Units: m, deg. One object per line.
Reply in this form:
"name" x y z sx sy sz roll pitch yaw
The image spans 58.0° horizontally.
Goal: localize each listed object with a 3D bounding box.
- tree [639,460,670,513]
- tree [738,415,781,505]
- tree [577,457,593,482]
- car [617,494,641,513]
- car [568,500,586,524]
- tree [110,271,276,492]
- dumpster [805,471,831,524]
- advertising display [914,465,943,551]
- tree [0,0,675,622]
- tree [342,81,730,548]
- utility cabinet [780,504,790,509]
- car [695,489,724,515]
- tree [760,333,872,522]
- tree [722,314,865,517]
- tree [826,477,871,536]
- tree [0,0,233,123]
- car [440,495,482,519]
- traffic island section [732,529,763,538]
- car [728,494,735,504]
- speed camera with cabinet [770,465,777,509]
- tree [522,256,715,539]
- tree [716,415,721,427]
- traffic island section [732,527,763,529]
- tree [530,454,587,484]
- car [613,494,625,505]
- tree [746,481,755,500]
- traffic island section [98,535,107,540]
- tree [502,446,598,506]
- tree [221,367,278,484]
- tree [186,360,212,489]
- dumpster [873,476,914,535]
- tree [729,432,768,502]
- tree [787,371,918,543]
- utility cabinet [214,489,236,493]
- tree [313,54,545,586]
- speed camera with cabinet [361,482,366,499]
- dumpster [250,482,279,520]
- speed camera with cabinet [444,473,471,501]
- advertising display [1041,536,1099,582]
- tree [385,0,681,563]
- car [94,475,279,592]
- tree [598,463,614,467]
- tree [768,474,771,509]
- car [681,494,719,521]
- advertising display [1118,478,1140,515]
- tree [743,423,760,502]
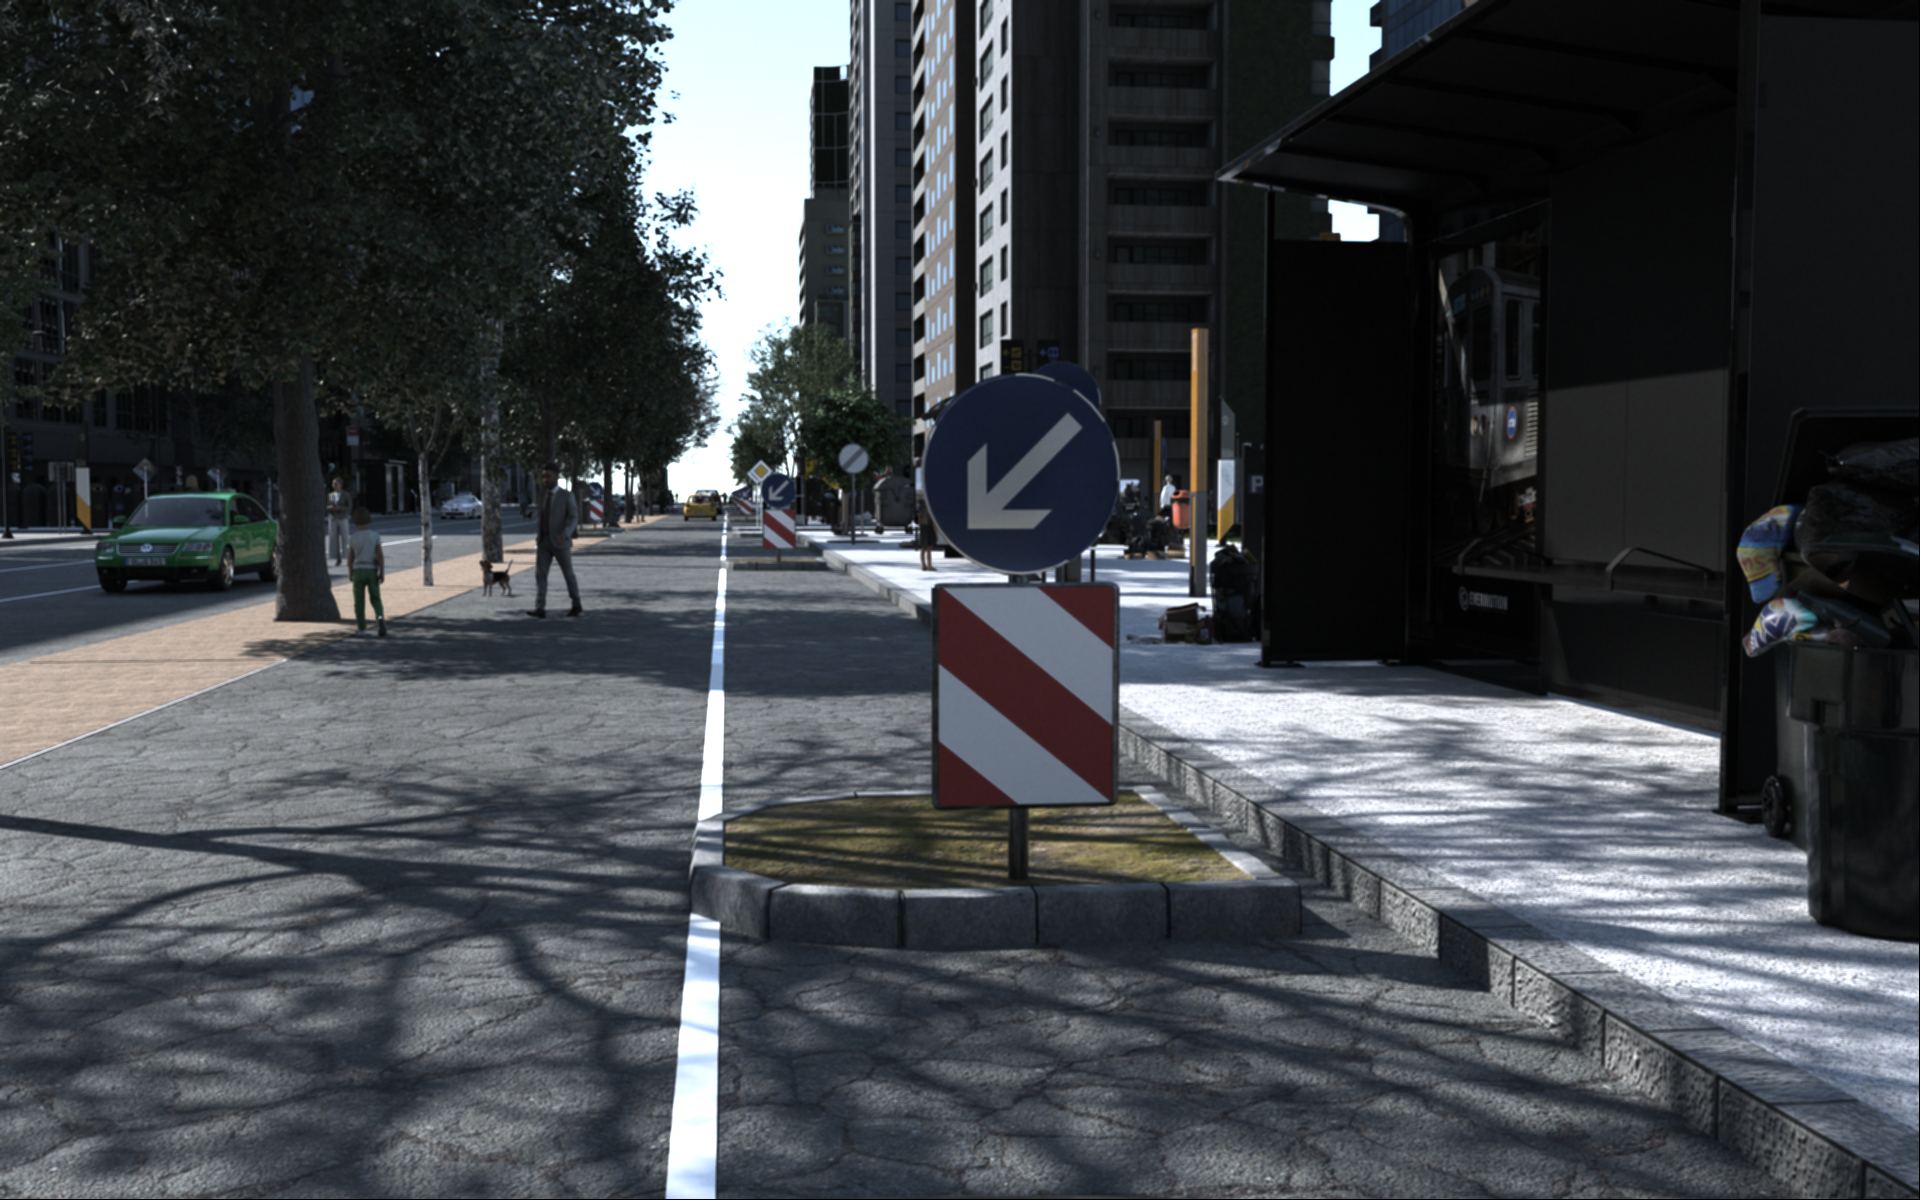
"tree" -18.851 -9.167 102.692 4.360 8.622 3.978 0 3 0
"tree" -17.579 -12.527 155.174 4.360 8.622 3.978 0 3 0
"tree" -55.237 -18.417 251.479 4.737 8.622 4.395 0 3 0
"car" -24.765 -7.228 130.182 2.014 1.417 4.499 0 4 -7
"car" -19.078 -4.431 84.241 2.131 1.459 4.920 0 4 -6
"tree" -30.329 -8.280 69.792 7.601 10.594 8.767 3 5 40
"dumpster" -6.271 -4.389 74.256 1.502 2.255 1.985 0 4 -8
"advertising display" -0.555 -2.063 38.943 0.974 1.923 0.123 0 4 -2
"tree" -7.377 -6.727 19.102 9.857 13.997 8.962 0 3 0
"tree" -10.970 -7.730 45.855 9.611 12.733 9.660 0 3 0
"utility cabinet" -8.633 -4.534 85.293 0.306 1.237 1.020 1 4 10
"car" -17.748 -6.909 121.636 2.281 1.827 5.304 0 4 -7
"tree" -6.290 -7.930 80.019 4.737 8.622 4.395 0 3 0
"tree" -8.911 -10.618 99.363 9.928 11.665 9.643 0 3 0
"tree" -3.244 -3.556 52.735 1.663 3.219 1.824 0 3 0
"tree" -5.963 -5.824 8.050 12.009 13.543 11.850 0 3 0
"car" -28.930 -5.396 100.590 2.083 1.381 4.827 0 4 -6
"traffic island section" -6.614 -2.191 58.106 2.009 0.180 2.903 0 4 -8
"car" -31.555 -14.277 242.231 1.959 1.807 4.718 0 4 -8
"speed camera with cabinet" -12.554 -7.499 116.940 0.660 3.252 2.038 0 4 -1
"tree" -12.308 -7.195 54.509 8.767 10.594 7.601 0 4 -8
"tree" -21.050 -11.318 121.913 8.767 10.594 7.601 0 4 -8
"traffic island section" -7.679 -2.675 66.020 2.009 0.180 2.903 0 4 -8
"tree" -49.354 -18.082 213.761 7.486 12.596 7.792 0 3 0
"car" -38.295 -11.341 194.220 1.959 1.807 4.718 0 4 -7
"tree" -30.886 -15.918 254.863 1.663 3.219 1.824 0 3 0
"traffic island section" -26.081 -2.032 55.501 2.009 0.180 2.903 0 4 -8
"tree" -45.384 -15.650 181.632 9.928 11.665 9.643 0 3 0
"tree" -39.654 -8.991 97.364 4.737 8.622 4.395 0 3 0
"tree" -38.582 -8.568 90.450 4.360 8.622 3.978 0 3 0
"dumpster" -2.092 -3.040 55.458 1.264 1.857 1.865 0 4 -8
"tree" -35.252 -22.842 291.600 7.486 12.596 7.792 0 3 0
"tree" -2.936 -3.833 46.384 4.285 4.588 4.351 0 3 0
"utility cabinet" -30.205 -3.827 71.254 1.173 1.500 0.318 3 4 38
"tree" -8.221 -4.501 26.411 4.360 8.622 3.978 0 3 0
"speed camera with cabinet" -44.821 -8.302 130.066 0.660 3.252 2.038 -2 4 -24
"dumpster" -33.516 -4.765 83.671 1.264 1.857 1.865 0 4 -8
"speed camera with cabinet" -39.972 -8.774 137.786 2.038 3.252 0.660 -1 4 -9
"advertising display" 1.411 -1.058 22.518 0.974 1.923 0.123 -3 4 -38
"tree" -8.393 -10.785 34.682 12.611 20.169 13.585 0 3 0
"car" -11.869 -1.104 26.853 1.959 1.807 4.718 0 4 -8
"tree" -56.418 -20.718 264.488 9.928 11.665 9.643 0 3 0
"tree" -16.297 -9.535 150.503 1.663 3.219 1.824 0 3 0
"car" -13.895 -5.038 92.594 2.015 1.641 3.980 -1 4 -9
"advertising display" 6.990 -4.061 71.603 0.974 1.923 0.123 -1 4 -20
"tree" -14.367 -11.378 136.392 4.737 8.622 4.395 0 3 0
